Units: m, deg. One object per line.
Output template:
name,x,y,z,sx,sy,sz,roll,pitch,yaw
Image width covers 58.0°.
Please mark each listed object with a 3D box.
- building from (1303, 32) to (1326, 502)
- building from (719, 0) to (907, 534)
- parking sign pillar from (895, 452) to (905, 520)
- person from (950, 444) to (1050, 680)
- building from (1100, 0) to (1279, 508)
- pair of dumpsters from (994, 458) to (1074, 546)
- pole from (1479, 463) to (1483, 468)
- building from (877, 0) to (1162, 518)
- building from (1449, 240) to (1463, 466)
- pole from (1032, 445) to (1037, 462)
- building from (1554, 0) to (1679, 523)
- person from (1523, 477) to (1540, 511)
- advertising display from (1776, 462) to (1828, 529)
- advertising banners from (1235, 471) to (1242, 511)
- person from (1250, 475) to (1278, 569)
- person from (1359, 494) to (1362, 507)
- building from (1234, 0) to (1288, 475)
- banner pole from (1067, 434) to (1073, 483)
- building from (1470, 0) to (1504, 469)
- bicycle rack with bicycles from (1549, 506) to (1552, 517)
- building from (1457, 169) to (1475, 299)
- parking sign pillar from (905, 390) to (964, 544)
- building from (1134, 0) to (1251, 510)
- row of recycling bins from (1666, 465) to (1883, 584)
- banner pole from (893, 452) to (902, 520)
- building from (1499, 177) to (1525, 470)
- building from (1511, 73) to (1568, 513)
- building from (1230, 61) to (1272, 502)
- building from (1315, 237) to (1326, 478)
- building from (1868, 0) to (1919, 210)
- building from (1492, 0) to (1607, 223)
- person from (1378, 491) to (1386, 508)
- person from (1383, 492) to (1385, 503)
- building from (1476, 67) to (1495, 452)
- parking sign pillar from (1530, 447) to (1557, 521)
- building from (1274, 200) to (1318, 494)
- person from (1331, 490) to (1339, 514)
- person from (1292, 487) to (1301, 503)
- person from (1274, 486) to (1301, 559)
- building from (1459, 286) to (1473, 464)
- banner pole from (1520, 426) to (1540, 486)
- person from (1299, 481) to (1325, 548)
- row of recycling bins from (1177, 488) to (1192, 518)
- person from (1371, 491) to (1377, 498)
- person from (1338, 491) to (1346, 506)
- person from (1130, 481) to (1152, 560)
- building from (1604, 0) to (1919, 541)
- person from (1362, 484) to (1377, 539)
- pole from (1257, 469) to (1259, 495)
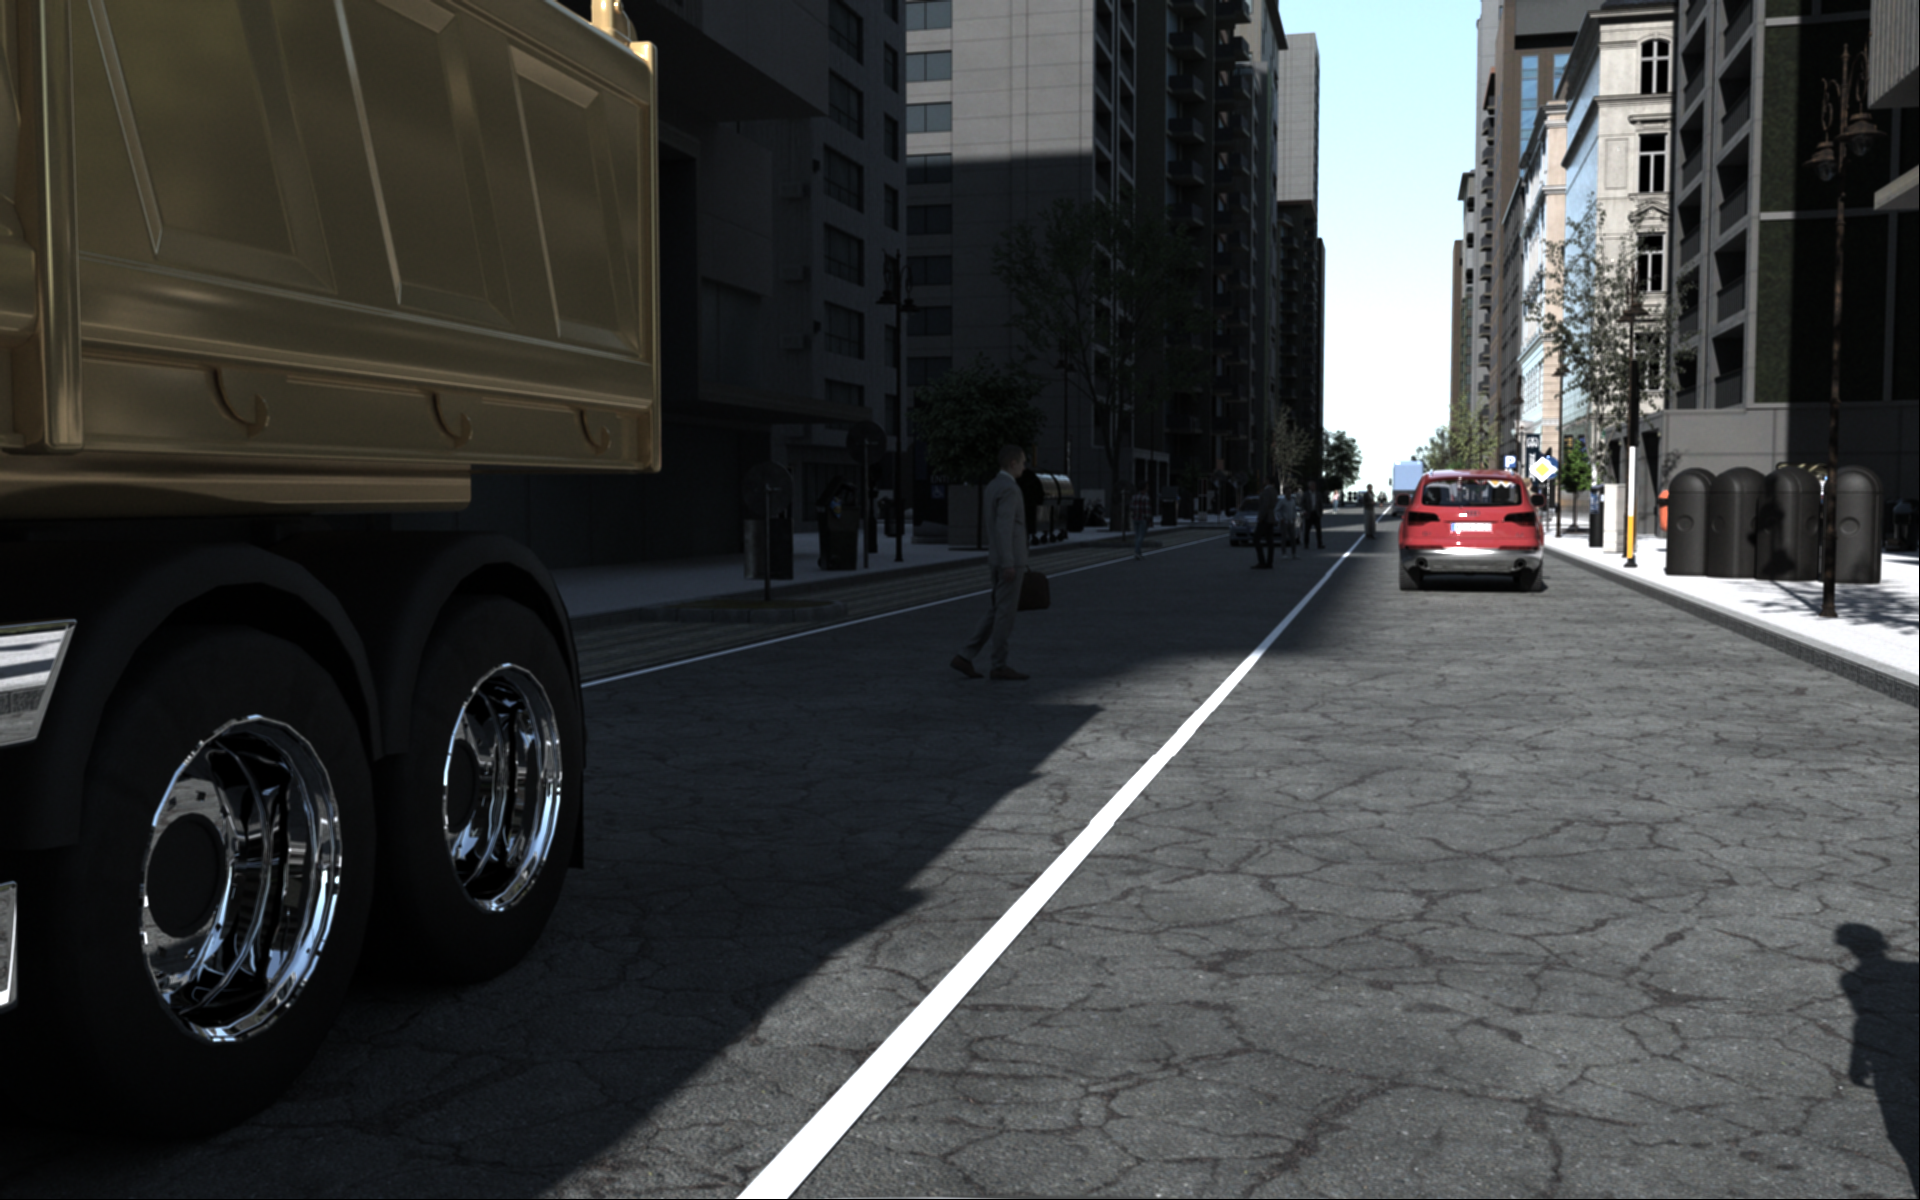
building,48.467,-51.215,275.615,20.563,71.187,20.611,1,4,14
building,-9.697,-17.801,62.746,14.107,30.474,14.160,1,4,14
parking sign pillar,-2.437,-5.881,84.632,1.447,3.967,1.447,3,5,43
person,0.361,-0.292,13.387,0.853,1.813,0.709,-1,4,-17
building,28.913,-46.850,204.249,20.563,71.187,20.611,1,4,14
pair of dumpsters,1.835,-2.602,45.034,1.574,2.255,4.437,1,4,14
pole,33.832,-7.259,112.533,0.158,3.312,0.155,0,3,0
building,1.745,-40.573,101.628,20.563,71.187,20.611,1,4,14
building,90.325,-39.330,293.158,14.600,45.320,14.200,1,4,14
pole,3.009,-4.672,70.236,0.158,3.312,0.155,0,3,0
building,51.025,-18.529,79.359,44.131,29.872,17.030,1,4,14
person,11.051,-1.512,33.770,0.519,1.759,0.362,2,4,31
advertising display,16.937,-1.814,34.870,0.974,1.923,0.123,2,4,26
advertising banners,21.142,-8.258,131.200,0.090,3.025,2.074,1,4,23
person,5.870,-1.510,33.378,0.592,1.802,0.473,-3,5,-44
person,44.287,-10.971,191.095,0.599,1.433,0.991,0,4,5
building,19.011,-36.288,182.555,28.713,52.752,27.495,1,4,14
banner pole,4.563,-5.028,72.217,0.401,3.779,0.863,-1,4,-11
building,70.572,-40.322,201.260,21.231,58.520,28.212,1,4,14
bicycle rack with bicycles,31.234,-5.038,95.748,2.925,0.926,2.852,-1,4,-11
building,92.691,-41.688,270.835,28.713,52.752,27.495,1,4,14
parking sign pillar,-0.559,-3.447,44.828,1.447,3.967,1.447,0,4,5
building,10.664,-29.356,134.587,22.147,44.769,28.867,1,4,14
row of recycling bins,12.212,-1.166,26.171,1.069,1.692,3.534,-2,4,-28
banner pole,-3.110,-5.937,87.094,0.863,3.779,0.401,-1,4,-19
building,49.824,-20.821,133.929,14.314,27.812,24.014,1,4,14
building,43.528,-19.947,112.034,13.634,28.700,20.117,1,4,14
building,21.099,-29.183,160.734,14.154,41.232,14.086,1,4,14
building,54.433,-39.375,293.894,14.600,45.320,14.200,1,4,14
building,27.181,-26.120,16.295,28.713,52.752,27.495,1,4,14
building,54.730,-30.799,153.678,14.600,45.320,14.200,1,4,14
person,43.180,-10.270,177.199,0.721,1.735,1.217,-2,4,-30
person,67.784,-16.399,276.556,0.705,1.831,1.348,1,4,15
building,63.871,-31.765,173.987,22.147,44.769,28.867,1,4,14
parking sign pillar,27.261,-5.712,81.858,1.447,3.967,1.447,-3,5,-41
building,40.478,-36.587,252.815,22.147,44.769,28.867,1,4,14
person,27.206,-7.123,125.548,0.593,1.750,0.643,2,4,26
person,15.187,-4.224,78.138,0.480,1.755,0.524,0,4,0
person,7.232,-1.710,38.268,0.589,1.601,0.330,-1,4,-13
building,80.092,-29.414,252.626,14.160,30.474,14.107,1,4,14
banner pole,20.801,-4.494,63.491,0.863,3.779,0.401,1,4,23
person,9.262,-2.232,45.389,0.661,1.777,0.834,-1,4,-16
row of recycling bins,11.827,-5.249,92.933,1.069,1.692,3.534,0,4,-5
person,49.162,-12.144,207.019,1.348,1.831,0.705,1,4,13
person,44.072,-11.684,199.613,1.350,1.814,0.705,-3,4,-39
person,3.944,-1.750,37.947,0.643,1.720,0.563,-3,4,-36
building,31.327,-37.414,49.965,20.563,71.187,20.611,1,4,14
person,13.105,-2.832,55.348,0.519,1.759,0.362,-3,4,-36
pole,24.413,-9.057,141.926,0.158,3.312,0.155,0,3,0
